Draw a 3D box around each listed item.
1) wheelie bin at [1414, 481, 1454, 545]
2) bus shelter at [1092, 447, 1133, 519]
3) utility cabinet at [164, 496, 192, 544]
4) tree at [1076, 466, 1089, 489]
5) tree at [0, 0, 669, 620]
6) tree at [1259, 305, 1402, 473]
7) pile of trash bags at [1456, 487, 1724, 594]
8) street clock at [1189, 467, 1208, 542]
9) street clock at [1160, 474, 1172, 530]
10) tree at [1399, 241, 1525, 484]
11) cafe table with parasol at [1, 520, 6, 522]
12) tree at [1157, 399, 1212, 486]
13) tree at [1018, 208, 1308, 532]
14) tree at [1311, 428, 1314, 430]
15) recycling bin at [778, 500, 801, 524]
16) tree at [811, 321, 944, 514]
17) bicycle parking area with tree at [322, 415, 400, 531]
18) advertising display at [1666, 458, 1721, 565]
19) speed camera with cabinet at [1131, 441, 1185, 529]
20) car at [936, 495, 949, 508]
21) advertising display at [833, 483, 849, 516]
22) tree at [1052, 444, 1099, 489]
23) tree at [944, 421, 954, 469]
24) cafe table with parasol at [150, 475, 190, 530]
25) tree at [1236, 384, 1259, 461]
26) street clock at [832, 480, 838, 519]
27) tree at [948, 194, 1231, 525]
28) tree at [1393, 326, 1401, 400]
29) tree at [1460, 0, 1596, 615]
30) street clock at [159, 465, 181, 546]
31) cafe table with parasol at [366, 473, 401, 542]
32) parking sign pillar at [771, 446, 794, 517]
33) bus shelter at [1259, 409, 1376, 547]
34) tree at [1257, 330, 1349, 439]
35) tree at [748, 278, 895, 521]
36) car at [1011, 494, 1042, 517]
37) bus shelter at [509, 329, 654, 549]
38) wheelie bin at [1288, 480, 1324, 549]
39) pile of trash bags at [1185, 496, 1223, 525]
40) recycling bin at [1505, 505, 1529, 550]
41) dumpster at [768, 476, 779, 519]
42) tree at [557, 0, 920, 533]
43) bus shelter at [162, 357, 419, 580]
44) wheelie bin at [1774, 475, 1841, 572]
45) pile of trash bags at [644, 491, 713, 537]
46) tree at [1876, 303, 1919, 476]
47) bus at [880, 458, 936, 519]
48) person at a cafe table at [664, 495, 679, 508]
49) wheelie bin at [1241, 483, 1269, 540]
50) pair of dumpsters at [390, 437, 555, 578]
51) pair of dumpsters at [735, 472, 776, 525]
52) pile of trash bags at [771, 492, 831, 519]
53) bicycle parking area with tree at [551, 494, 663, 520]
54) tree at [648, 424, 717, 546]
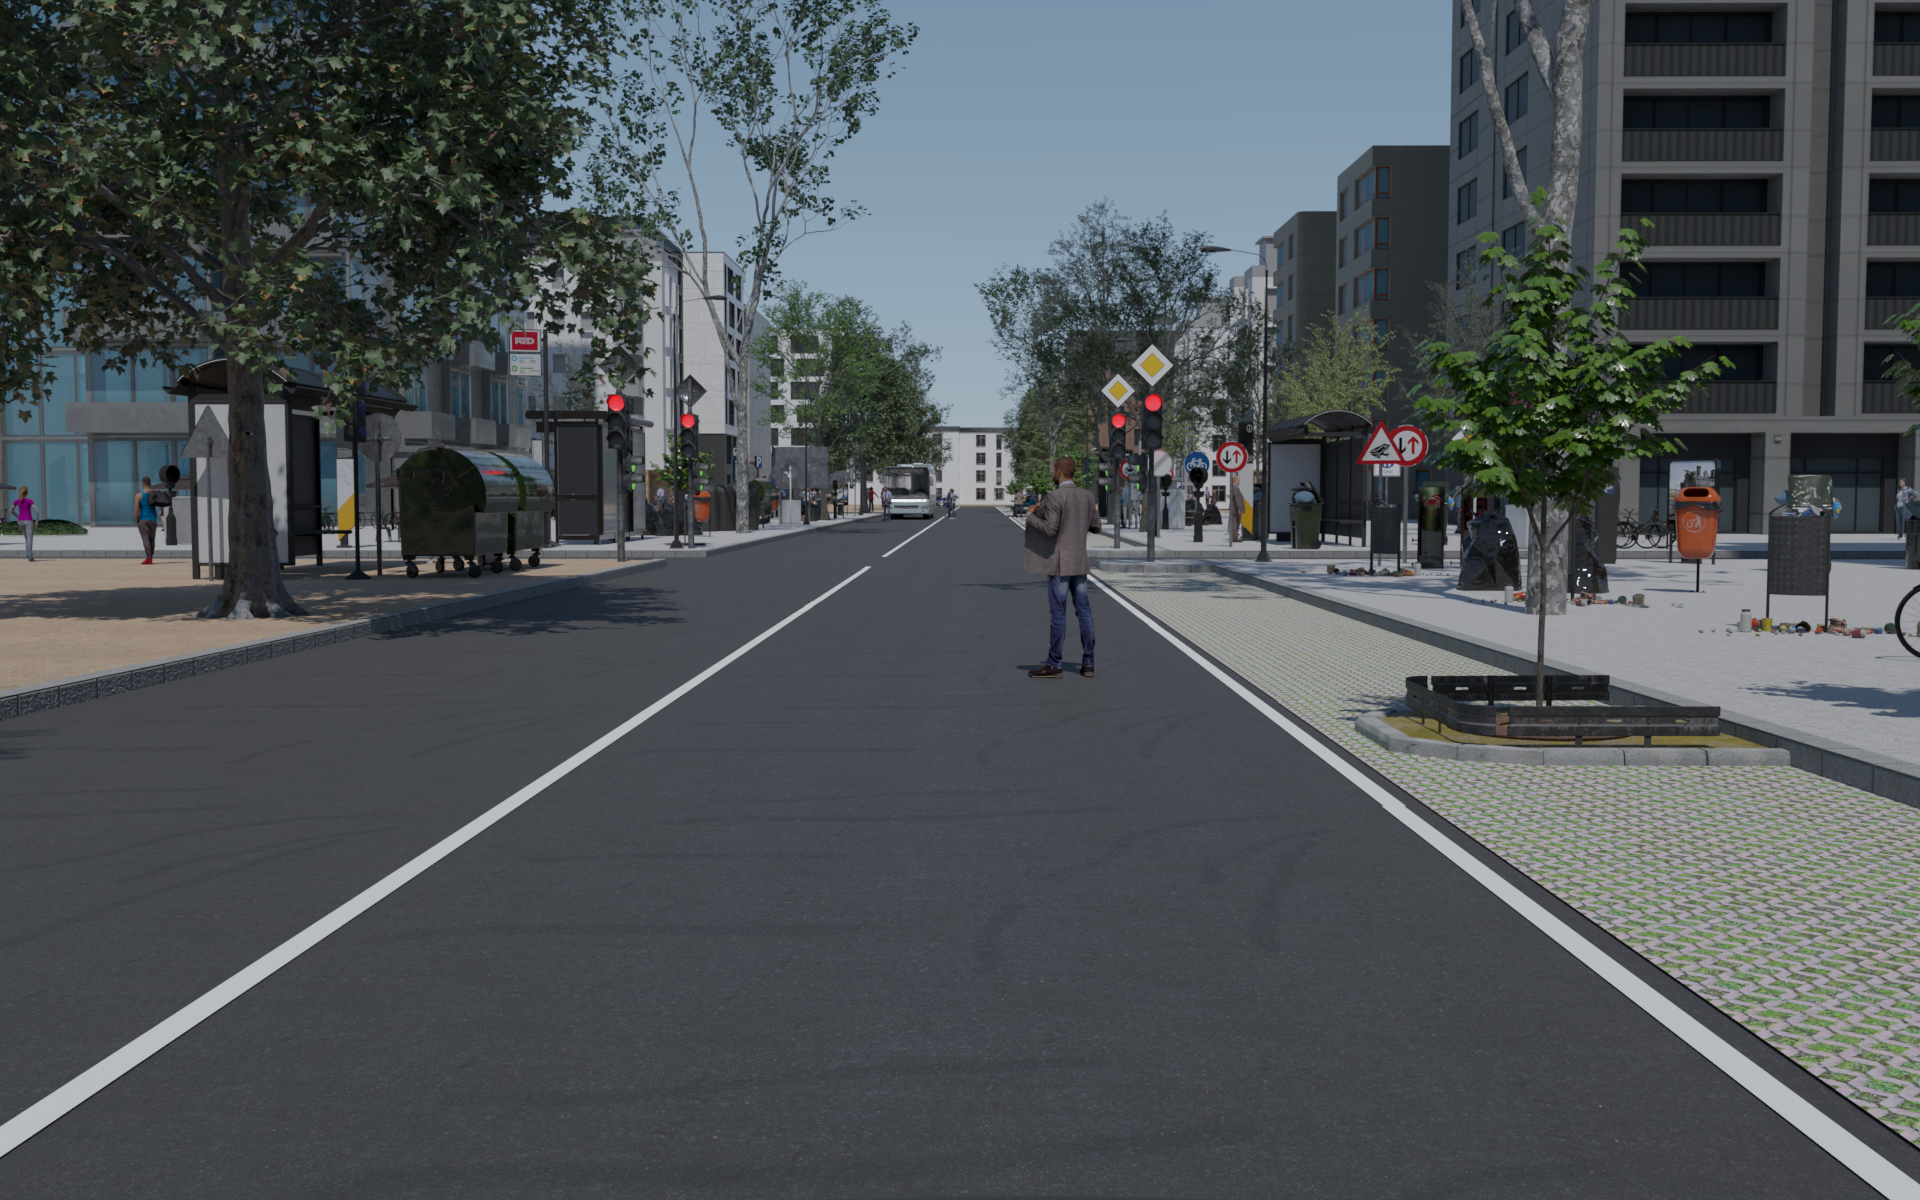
[{"bbox_3d":[11.905,-2.176,43.484,0.980,1.594,0.693,1,4,18],"label":"wheelie bin"},{"bbox_3d":[7.774,-5.940,88.405,1.731,3.624,6.357,0,4,1],"label":"bus shelter"},{"bbox_3d":[-20.071,-2.057,44.799,0.306,1.237,1.020,2,4,24],"label":"utility cabinet"},{"bbox_3d":[6.670,-6.545,101.615,1.663,3.219,1.824,0,3,0],"label":"tree"},{"bbox_3d":[-7.553,-6.168,17.847,9.611,12.733,9.660,0,3,0],"label":"tree"},{"bbox_3d":[14.869,-7.142,67.138,4.737,8.622,4.395,0,3,0],"label":"tree"},{"bbox_3d":[8.285,-0.813,23.045,3.447,1.369,1.912,2,4,29],"label":"pile of trash bags"},{"bbox_3d":[6.334,-2.533,45.990,0.471,2.002,0.358,3,5,44],"label":"street clock"},{"bbox_3d":[7.435,-3.549,62.599,0.358,2.002,0.471,-2,4,-25],"label":"street clock"},{"bbox_3d":[15.636,-6.167,51.188,4.360,8.622,3.978,0,3,0],"label":"tree"},{"bbox_3d":[-35.707,-3.556,63.011,2.610,1.966,2.610,0,4,5],"label":"cafe table with parasol"},{"bbox_3d":[13.845,-9.738,109.576,4.737,8.622,4.395,0,3,0],"label":"tree"},{"bbox_3d":[6.155,-7.529,57.510,8.767,10.594,7.601,0,4,-4],"label":"tree"},{"bbox_3d":[15.423,-9.565,90.800,7.601,10.594,8.767,0,4,-5],"label":"tree"},{"bbox_3d":[-7.245,-3.737,73.655,0.722,1.027,0.722,-3,4,-39],"label":"recycling bin"},{"bbox_3d":[-6.398,-12.006,113.304,9.611,12.733,9.660,0,3,0],"label":"tree"},{"bbox_3d":[-21.387,-4.424,59.332,9.016,4.147,8.231,3,5,42],"label":"bicycle parking area with tree"},{"bbox_3d":[13.446,-1.625,31.778,0.123,1.923,0.974,-3,4,-36],"label":"advertising display"},{"bbox_3d":[7.327,-4.263,64.036,2.038,3.252,0.660,3,4,38],"label":"speed camera with cabinet"},{"bbox_3d":[-1.970,-10.182,179.062,1.945,1.354,3.894,0,4,-1],"label":"car"},{"bbox_3d":[-7.077,-5.959,102.641,0.974,1.923,0.123,1,4,18],"label":"advertising display"},{"bbox_3d":[7.645,-7.881,112.565,4.285,4.588,4.351,0,3,0],"label":"tree"},{"bbox_3d":[-5.678,-13.837,143.250,9.611,12.733,9.660,0,3,0],"label":"tree"},{"bbox_3d":[-27.940,-3.530,62.577,2.610,1.966,2.610,-2,4,-24],"label":"cafe table with parasol"},{"bbox_3d":[17.655,-9.088,98.944,4.737,8.622,4.395,0,3,0],"label":"tree"},{"bbox_3d":[-6.494,-5.229,90.072,0.358,2.002,0.471,-1,4,-9],"label":"street clock"},{"bbox_3d":[6.195,-9.893,72.112,12.009,13.543,11.850,0,3,0],"label":"tree"},{"bbox_3d":[17.125,-6.651,59.104,4.360,8.622,3.978,0,3,0],"label":"tree"},{"bbox_3d":[6.705,-9.995,19.310,12.611,20.169,13.585,0,3,0],"label":"tree"},{"bbox_3d":[-19.647,-2.357,43.108,0.358,2.002,0.471,1,4,23],"label":"street clock"},{"bbox_3d":[-14.695,-2.529,46.216,2.610,1.966,2.610,-3,5,-43],"label":"cafe table with parasol"},{"bbox_3d":[-9.764,-6.556,95.661,1.447,3.967,1.447,0,4,3],"label":"parking sign pillar"},{"bbox_3d":[9.061,-3.074,44.186,2.014,3.302,5.546,0,4,0],"label":"bus shelter"},{"bbox_3d":[15.689,-7.805,77.976,4.360,8.622,3.978,0,3,0],"label":"tree"},{"bbox_3d":[-6.740,-9.685,84.103,9.928,11.665,9.643,0,3,0],"label":"tree"},{"bbox_3d":[4.194,-6.060,108.875,2.009,1.686,4.222,0,4,1],"label":"car"},{"bbox_3d":[-9.833,-4.112,44.859,2.179,5.291,8.768,0,4,1],"label":"bus shelter"},{"bbox_3d":[8.027,-1.979,40.268,0.693,1.594,0.980,-1,4,-9],"label":"wheelie bin"},{"bbox_3d":[9.166,-3.833,72.427,3.447,1.369,1.912,-2,4,-25],"label":"pile of trash bags"},{"bbox_3d":[13.215,-1.701,40.365,0.722,1.027,0.722,-2,4,-28],"label":"recycling bin"},{"bbox_3d":[-10.370,-5.401,90.795,1.502,2.255,1.985,0,4,1],"label":"dumpster"},{"bbox_3d":[-8.060,-12.307,57.104,12.611,20.169,13.585,0,3,0],"label":"tree"},{"bbox_3d":[-10.739,-2.107,28.371,2.014,3.302,5.546,0,4,1],"label":"bus shelter"},{"bbox_3d":[13.846,-1.250,28.341,0.980,1.594,0.693,1,4,17],"label":"wheelie bin"},{"bbox_3d":[-8.618,-2.656,53.181,1.912,1.369,3.447,-3,5,-39],"label":"pile of trash bags"},{"bbox_3d":[5.877,-0.912,9.507,1.663,3.219,1.824,0,3,0],"label":"tree"},{"bbox_3d":[-2.870,-6.515,101.382,2.948,3.499,13.247,0,4,1],"label":"bus"},{"bbox_3d":[-13.215,-4.319,81.481,1.726,1.238,1.698,3,5,41],"label":"person at a cafe table"},{"bbox_3d":[8.248,-2.479,48.439,0.980,1.594,0.693,3,5,44],"label":"wheelie bin"},{"bbox_3d":[-7.910,-1.580,28.327,1.574,2.255,4.437,0,4,1],"label":"pair of dumpsters"},{"bbox_3d":[-8.964,-4.426,74.867,1.574,2.255,4.437,0,4,1],"label":"pair of dumpsters"},{"bbox_3d":[-8.163,-4.738,87.217,3.447,1.369,1.912,1,4,21],"label":"pile of trash bags"},{"bbox_3d":[-16.334,-6.197,88.331,8.231,4.147,9.016,1,4,16],"label":"bicycle parking area with tree"},{"bbox_3d":[-7.012,-2.980,43.322,1.663,3.219,1.824,0,3,0],"label":"tree"}]
